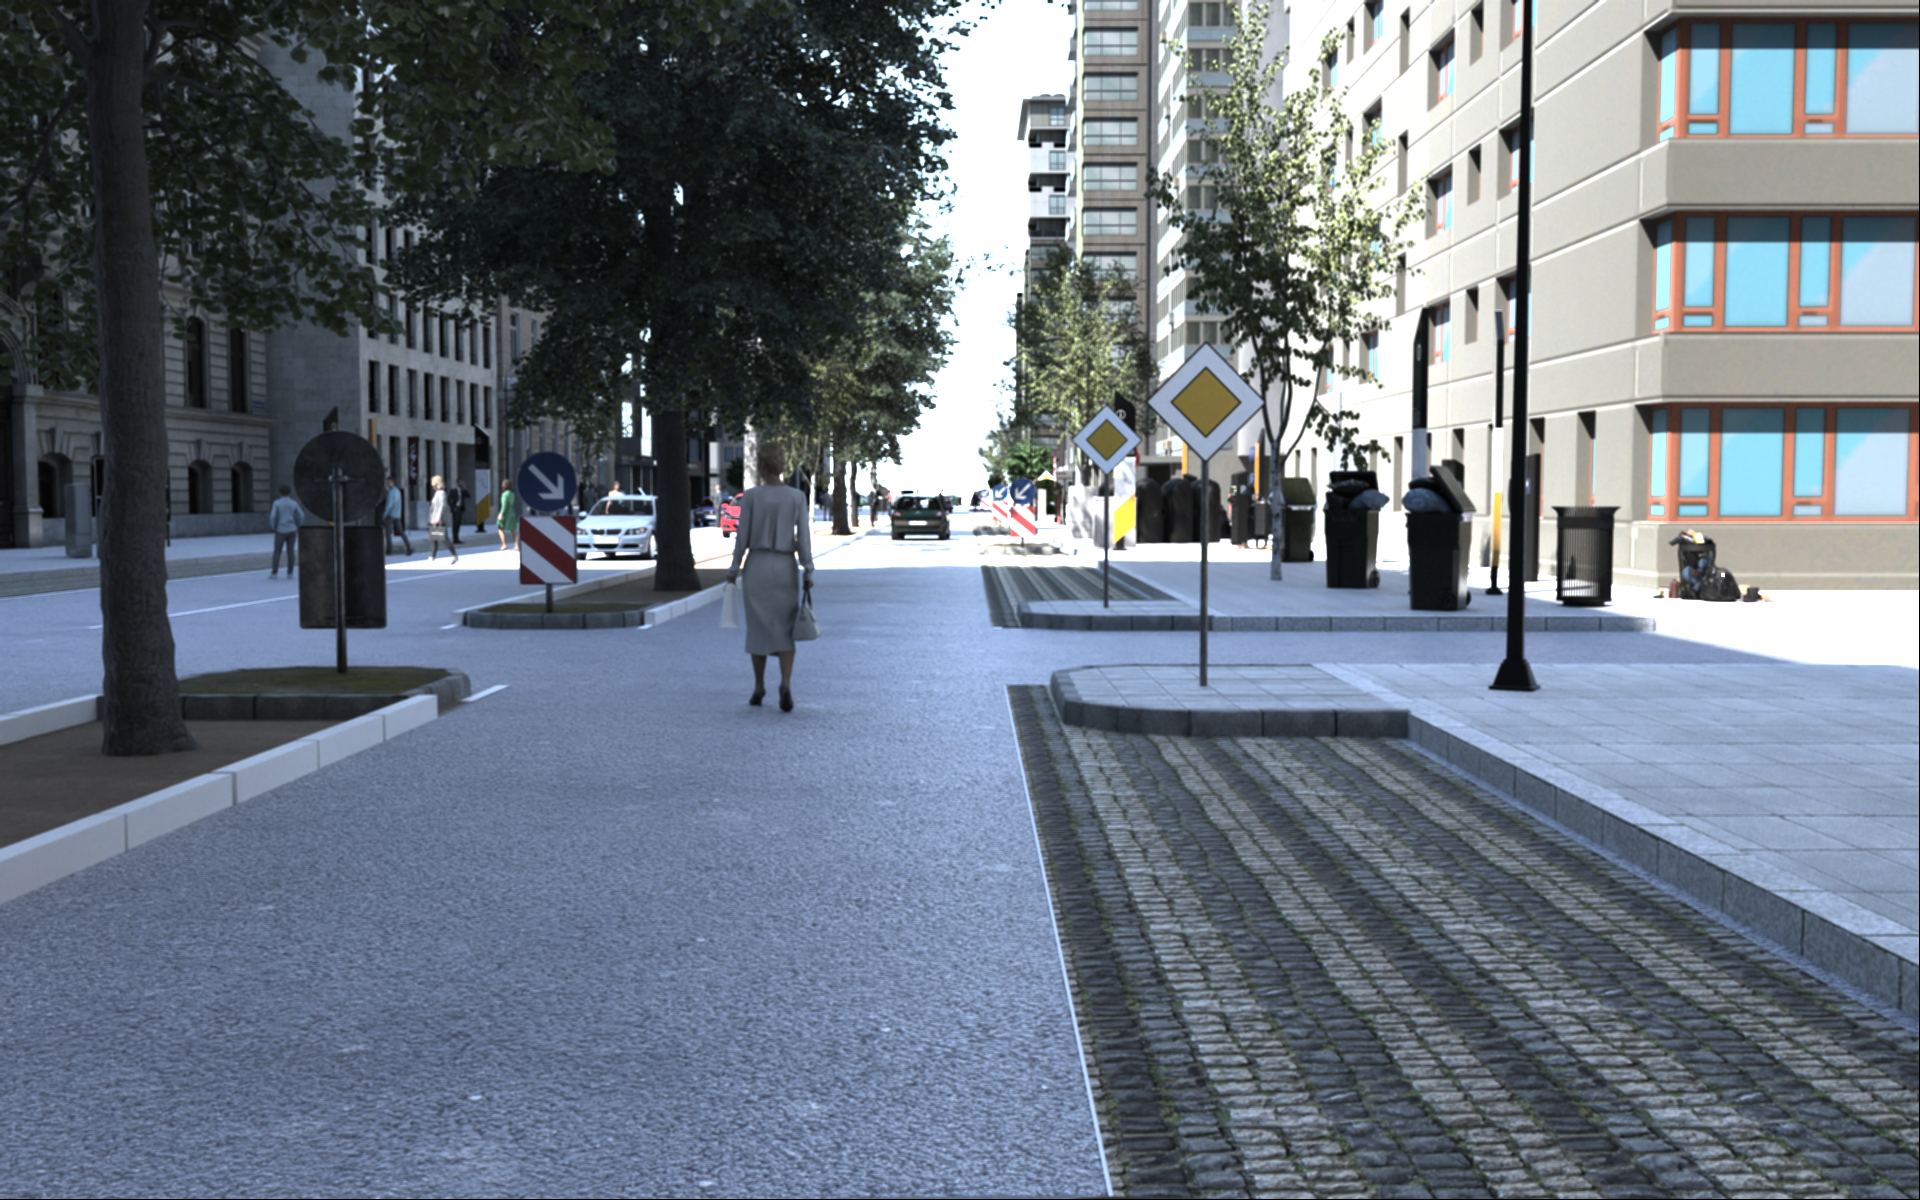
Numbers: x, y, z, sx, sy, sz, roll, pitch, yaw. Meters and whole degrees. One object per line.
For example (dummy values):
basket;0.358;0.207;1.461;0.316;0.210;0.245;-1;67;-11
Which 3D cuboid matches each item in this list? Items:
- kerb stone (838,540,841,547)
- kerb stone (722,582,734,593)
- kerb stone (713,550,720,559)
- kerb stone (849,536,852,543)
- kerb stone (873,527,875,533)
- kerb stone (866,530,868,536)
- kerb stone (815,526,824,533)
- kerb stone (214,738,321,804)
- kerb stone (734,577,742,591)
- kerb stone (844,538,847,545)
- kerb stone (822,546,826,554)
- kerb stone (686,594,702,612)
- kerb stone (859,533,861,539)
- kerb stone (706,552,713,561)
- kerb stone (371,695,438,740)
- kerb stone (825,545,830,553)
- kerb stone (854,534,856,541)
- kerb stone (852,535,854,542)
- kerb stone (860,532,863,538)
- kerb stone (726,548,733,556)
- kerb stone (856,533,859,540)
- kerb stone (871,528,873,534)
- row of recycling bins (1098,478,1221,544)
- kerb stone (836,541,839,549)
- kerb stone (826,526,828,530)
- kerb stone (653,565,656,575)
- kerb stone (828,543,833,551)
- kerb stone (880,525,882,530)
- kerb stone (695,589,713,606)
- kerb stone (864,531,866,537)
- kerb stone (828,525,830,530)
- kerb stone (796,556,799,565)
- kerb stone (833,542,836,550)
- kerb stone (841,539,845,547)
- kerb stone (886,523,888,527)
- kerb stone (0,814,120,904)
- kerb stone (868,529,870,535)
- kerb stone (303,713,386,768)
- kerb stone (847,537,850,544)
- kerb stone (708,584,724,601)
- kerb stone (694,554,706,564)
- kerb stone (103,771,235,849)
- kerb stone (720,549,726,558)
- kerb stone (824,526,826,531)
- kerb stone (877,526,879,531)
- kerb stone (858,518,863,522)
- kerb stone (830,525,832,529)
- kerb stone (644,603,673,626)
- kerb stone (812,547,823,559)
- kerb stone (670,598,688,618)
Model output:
kerb stone;-3.310;-1.455;45.987;0.120;0.150;1.000;0;4;0
kerb stone;-3.360;-0.140;24.485;0.120;0.150;1.000;0;4;0
kerb stone;-5.425;-0.954;37.801;0.120;0.150;1.000;0;4;0
kerb stone;-3.293;-1.705;50.096;0.120;0.150;1.000;0;4;0
kerb stone;-3.255;-2.459;62.401;0.120;0.150;1.000;0;4;0
kerb stone;-3.266;-2.208;58.303;0.120;0.150;1.000;0;4;0
kerb stone;-5.347;-2.647;65.467;0.120;0.150;1.000;0;4;0
kerb stone;-3.400;0.837;8.504;0.120;0.150;1.000;0;4;0
kerb stone;-3.358;-0.203;25.507;0.120;0.150;1.000;0;4;0
kerb stone;-3.298;-1.581;48.046;0.120;0.150;1.000;0;4;0
kerb stone;-3.319;-1.140;40.868;0.120;0.150;1.000;0;4;0
kerb stone;-3.359;0.056;21.414;0.120;0.150;1.000;0;4;0
kerb stone;-3.276;-1.954;54.206;0.120;0.150;1.000;0;4;0
kerb stone;-5.432;-0.892;36.779;0.120;0.150;1.000;0;4;0
kerb stone;-3.400;0.711;10.566;0.120;0.150;1.000;0;4;0
kerb stone;-3.313;-1.201;41.893;0.120;0.150;1.000;0;4;0
kerb stone;-3.288;-1.832;52.148;0.120;0.150;1.000;0;4;0
kerb stone;-3.285;-1.766;51.126;0.120;0.150;1.000;0;4;0
kerb stone;-3.267;-2.020;55.228;0.120;0.150;1.000;0;4;0
kerb stone;-5.417;-1.079;39.845;0.120;0.150;1.000;0;4;0
kerb stone;-3.278;-1.894;53.178;0.120;0.150;1.000;0;4;0
kerb stone;-3.252;-2.388;61.379;0.120;0.150;1.000;0;4;0
row of recycling bins;5.269;-2.334;45.272;3.534;1.692;1.069;-2;4;-25
kerb stone;-3.303;-1.390;44.965;0.120;0.150;1.000;0;4;0
kerb stone;-5.340;-2.771;67.525;0.120;0.150;1.000;0;4;0
kerb stone;-5.441;-0.516;30.632;0.120;0.150;1.000;0;4;0
kerb stone;-3.308;-1.268;42.921;0.120;0.150;1.000;0;4;0
kerb stone;-3.232;-2.771;67.518;0.120;0.150;1.000;0;4;0
kerb stone;-3.363;-0.012;22.436;0.120;0.150;1.000;0;4;0
kerb stone;-3.265;-2.136;57.272;0.120;0.150;1.000;0;4;0
kerb stone;-5.342;-2.835;68.547;0.120;0.150;1.000;0;4;0
kerb stone;-3.325;-0.890;36.778;0.120;0.150;1.000;0;4;0
kerb stone;-3.308;-1.330;43.943;0.120;0.150;1.000;0;4;0
kerb stone;-3.292;-1.518;47.017;0.120;0.150;1.000;0;4;0
kerb stone;-3.221;-3.085;72.643;0.120;0.150;1.000;0;4;0
kerb stone;-3.409;0.963;6.444;0.120;0.150;1.000;0;4;0
kerb stone;-3.270;-2.271;59.332;0.120;0.150;1.000;0;4;0
kerb stone;-3.402;0.775;9.532;0.120;0.150;1.000;0;4;0
kerb stone;-3.290;-1.644;49.068;0.120;0.150;1.000;0;4;0
kerb stone;-3.361;-0.077;23.460;0.120;0.150;1.000;0;4;0
kerb stone;-5.433;-0.829;35.755;0.120;0.150;1.000;0;4;0
kerb stone;-3.411;0.904;7.473;0.120;0.150;1.000;0;4;0
kerb stone;-5.425;-1.004;38.824;0.120;0.150;1.000;0;4;0
kerb stone;-5.346;-2.707;66.495;0.120;0.150;1.000;0;4;0
kerb stone;-3.248;-2.647;65.467;0.120;0.150;1.000;0;4;0
kerb stone;-5.273;-4.338;93.125;0.120;0.150;1.000;0;4;0
kerb stone;-5.328;-2.897;69.569;0.120;0.150;1.000;0;4;0
kerb stone;-3.378;0.174;19.357;0.120;0.150;1.000;0;4;0
kerb stone;-3.314;-1.071;39.847;0.120;0.150;1.000;0;4;0
kerb stone;-3.369;0.111;20.385;0.120;0.150;1.000;0;4;0
